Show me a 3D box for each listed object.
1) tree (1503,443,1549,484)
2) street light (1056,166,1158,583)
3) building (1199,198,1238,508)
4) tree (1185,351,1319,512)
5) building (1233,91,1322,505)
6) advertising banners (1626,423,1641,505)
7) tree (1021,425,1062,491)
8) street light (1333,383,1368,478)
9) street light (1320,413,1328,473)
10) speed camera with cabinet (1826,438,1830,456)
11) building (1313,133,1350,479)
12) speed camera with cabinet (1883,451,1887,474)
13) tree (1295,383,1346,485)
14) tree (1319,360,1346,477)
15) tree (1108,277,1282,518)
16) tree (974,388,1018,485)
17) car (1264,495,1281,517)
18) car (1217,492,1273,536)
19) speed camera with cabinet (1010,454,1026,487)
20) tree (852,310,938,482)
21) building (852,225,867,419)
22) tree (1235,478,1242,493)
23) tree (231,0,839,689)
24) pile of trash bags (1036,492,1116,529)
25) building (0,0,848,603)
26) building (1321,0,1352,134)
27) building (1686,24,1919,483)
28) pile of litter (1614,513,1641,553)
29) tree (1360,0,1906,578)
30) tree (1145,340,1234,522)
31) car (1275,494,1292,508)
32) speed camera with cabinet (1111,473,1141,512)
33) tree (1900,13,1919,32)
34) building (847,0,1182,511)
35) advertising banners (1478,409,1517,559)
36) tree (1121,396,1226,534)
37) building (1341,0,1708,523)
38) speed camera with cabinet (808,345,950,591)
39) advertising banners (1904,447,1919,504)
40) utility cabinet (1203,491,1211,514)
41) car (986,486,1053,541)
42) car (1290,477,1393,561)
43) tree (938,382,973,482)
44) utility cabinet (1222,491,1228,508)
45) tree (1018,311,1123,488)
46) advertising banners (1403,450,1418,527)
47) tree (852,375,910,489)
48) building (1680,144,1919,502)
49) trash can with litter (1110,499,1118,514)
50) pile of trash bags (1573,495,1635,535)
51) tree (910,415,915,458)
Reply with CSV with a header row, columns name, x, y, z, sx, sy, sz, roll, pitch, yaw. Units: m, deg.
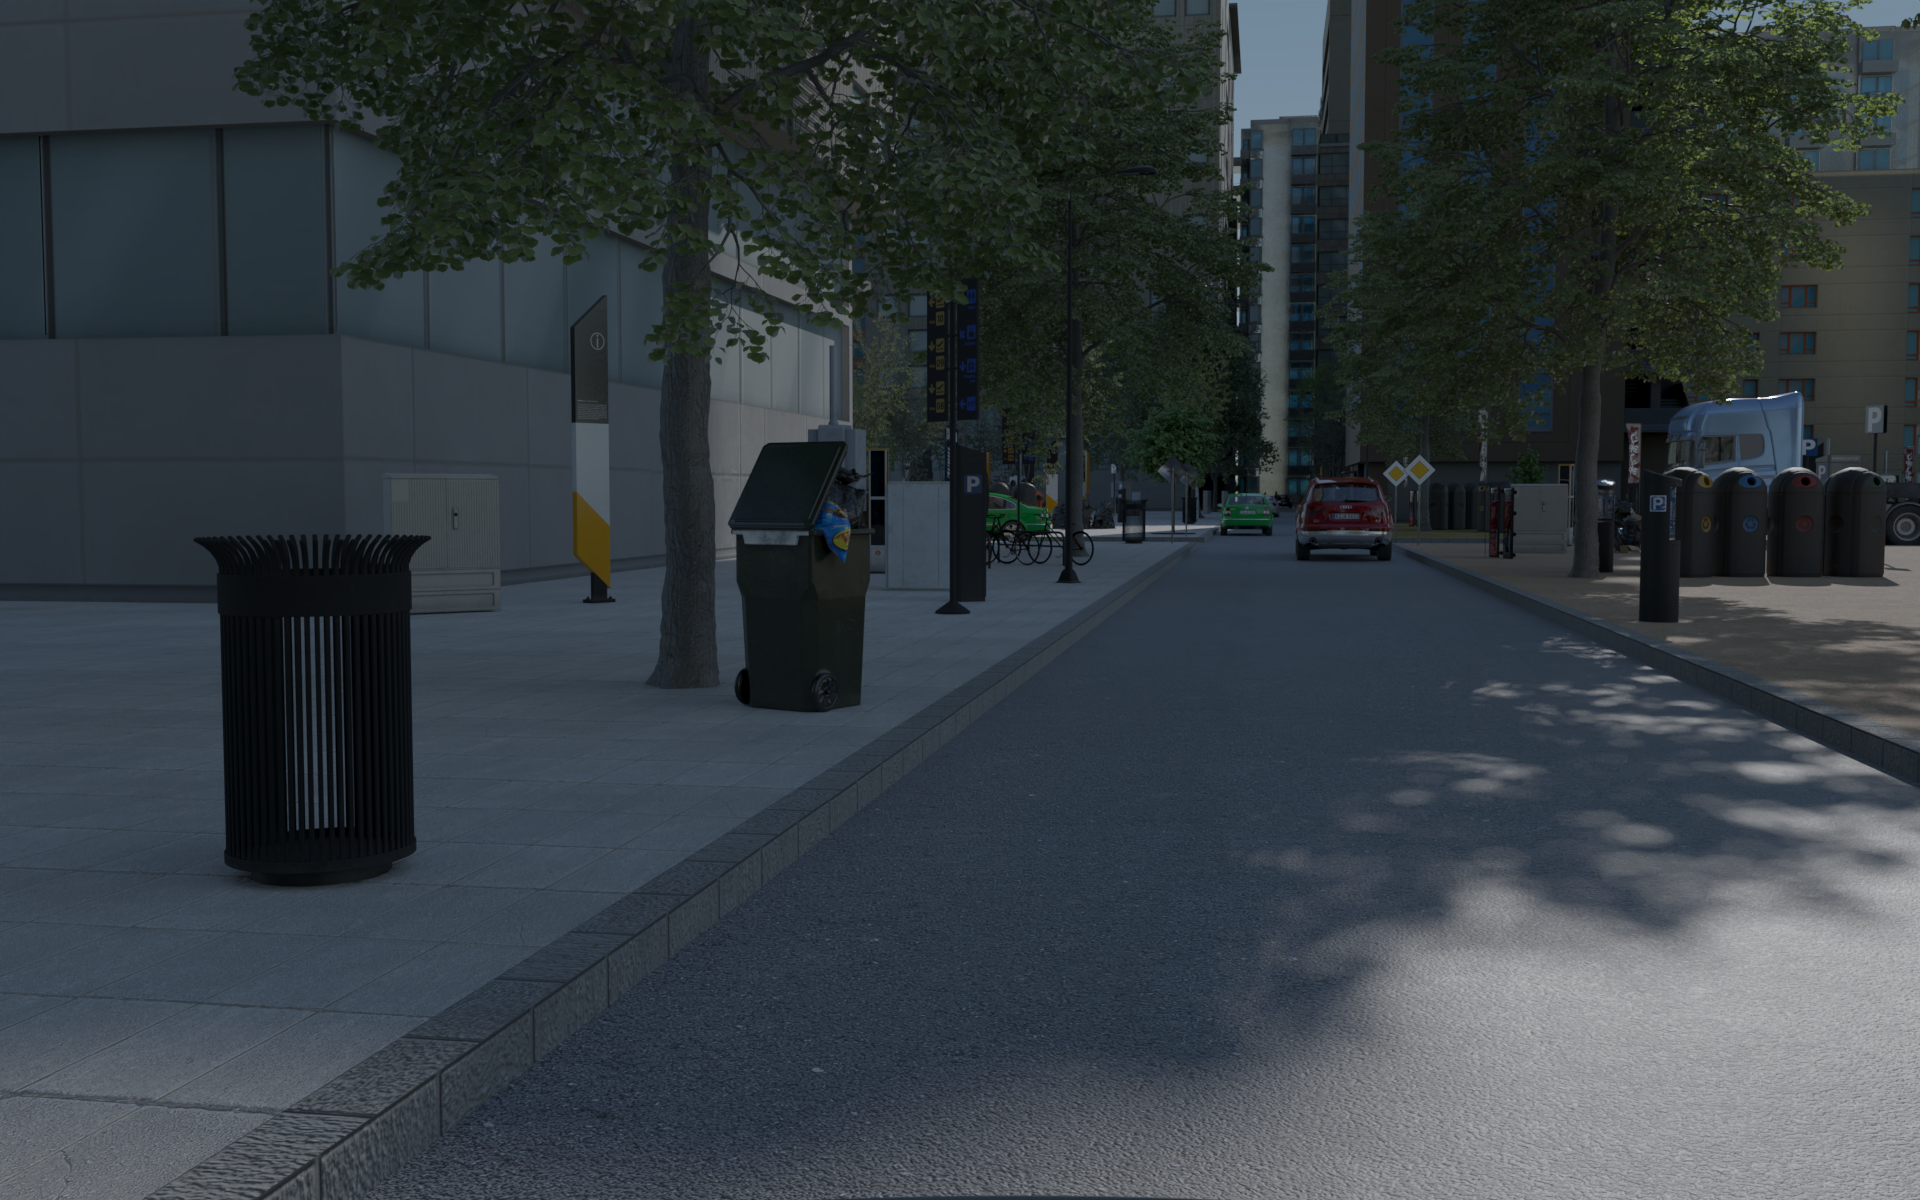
name,x,y,z,sx,sy,sz,roll,pitch,yaw
tree,21.388,-4.337,65.515,1.663,3.219,1.824,0,3,0
street light,2.100,-3.194,24.761,1.470,5.913,1.316,1,4,10
building,18.902,-23.959,163.424,14.160,30.474,14.107,1,4,10
tree,17.908,-11.975,121.542,9.928,11.665,9.643,0,3,0
building,49.297,-36.585,217.775,30.456,49.044,23.786,1,4,10
advertising banners,17.318,-2.875,43.195,2.074,3.025,0.090,-2,4,-27
tree,5.146,-10.794,126.836,4.737,8.622,4.395,0,3,0
street light,16.534,-6.124,72.674,1.470,5.913,1.316,1,4,10
street light,21.232,-7.730,98.924,1.470,5.913,1.316,1,4,10
speed camera with cabinet,31.246,-4.081,61.056,0.660,3.252,2.038,-1,4,-18
building,35.982,-22.576,140.812,14.160,30.474,14.107,1,4,10
speed camera with cabinet,41.875,-5.231,79.857,2.038,3.252,0.660,2,4,25
tree,24.765,-10.174,116.701,4.360,8.622,3.978,0,3,0
tree,28.274,-12.532,130.648,9.928,11.665,9.643,0,3,0
tree,12.387,-10.689,91.769,9.611,12.733,9.660,0,3,0
tree,3.486,-8.814,94.466,4.360,8.622,3.978,0,3,0
car,18.920,-5.842,107.881,2.083,1.381,4.827,1,4,12
car,10.059,-3.193,61.008,1.959,1.807,4.718,0,4,8
speed camera with cabinet,2.518,-5.670,87.047,0.660,3.252,2.038,-2,4,-31
tree,-3.594,-7.161,67.438,4.360,8.622,3.978,0,3,0
building,-10.716,-33.229,197.925,28.867,44.769,22.147,1,4,10
tree,27.252,-10.915,173.059,1.663,3.219,1.824,0,3,0
tree,-1.717,-5.721,11.658,7.486,12.596,7.792,0,3,0
pile of trash bags,3.933,-3.301,63.720,3.447,1.369,1.912,-2,4,-32
building,-16.741,-27.215,34.202,27.495,52.752,28.713,1,4,10
building,43.803,-32.616,156.978,21.300,48.544,21.600,1,4,10
building,84.285,-34.272,179.952,30.456,49.044,23.786,1,4,10
pile of litter,14.741,-1.458,37.796,1.719,0.858,1.176,2,4,30
tree,10.003,-6.603,26.093,7.486,12.596,7.792,0,3,0
tree,10.785,-7.936,80.115,4.737,8.622,4.395,0,3,0
car,32.716,-10.126,175.345,2.009,1.686,4.222,1,4,9
speed camera with cabinet,11.761,-7.858,122.820,2.038,3.252,0.660,-1,4,-14
tree,11.048,-4.017,16.042,4.737,8.622,4.395,0,3,0
building,8.164,-33.835,142.443,28.713,52.752,27.495,1,4,10
advertising banners,10.836,-2.375,35.021,0.090,3.025,2.074,0,4,-3
tree,6.936,-4.391,55.512,4.285,4.588,4.351,0,3,0
building,25.578,-26.328,80.577,14.600,45.320,14.200,1,4,10
speed camera with cabinet,-0.977,-1.764,23.176,2.038,3.252,0.660,1,4,12
advertising banners,35.391,-4.120,63.545,0.090,3.025,2.074,-1,4,-15
utility cabinet,15.983,-6.318,111.973,0.318,1.500,1.173,1,4,19
car,0.306,-2.521,50.007,4.718,1.807,1.959,1,4,9
car,8.578,-1.850,38.915,2.281,1.827,5.304,1,4,10
tree,-2.460,-8.036,81.755,4.360,8.622,3.978,0,3,0
utility cabinet,19.121,-7.112,124.953,0.318,1.500,1.173,0,4,1
tree,4.413,-7.185,67.843,4.360,8.622,3.978,0,3,0
advertising banners,17.868,-4.417,68.405,0.090,3.025,2.074,0,4,-6
tree,-6.444,-9.878,111.862,4.737,8.622,4.395,0,3,0
building,40.267,-16.124,108.665,27.650,21.520,28.899,1,4,10
trash can with litter,10.235,-6.268,113.873,1.055,1.170,0.624,1,4,11
pile of trash bags,19.862,-2.691,53.758,1.912,1.369,3.447,3,4,37
tree,-5.070,-10.443,121.097,4.737,8.622,4.395,0,3,0
